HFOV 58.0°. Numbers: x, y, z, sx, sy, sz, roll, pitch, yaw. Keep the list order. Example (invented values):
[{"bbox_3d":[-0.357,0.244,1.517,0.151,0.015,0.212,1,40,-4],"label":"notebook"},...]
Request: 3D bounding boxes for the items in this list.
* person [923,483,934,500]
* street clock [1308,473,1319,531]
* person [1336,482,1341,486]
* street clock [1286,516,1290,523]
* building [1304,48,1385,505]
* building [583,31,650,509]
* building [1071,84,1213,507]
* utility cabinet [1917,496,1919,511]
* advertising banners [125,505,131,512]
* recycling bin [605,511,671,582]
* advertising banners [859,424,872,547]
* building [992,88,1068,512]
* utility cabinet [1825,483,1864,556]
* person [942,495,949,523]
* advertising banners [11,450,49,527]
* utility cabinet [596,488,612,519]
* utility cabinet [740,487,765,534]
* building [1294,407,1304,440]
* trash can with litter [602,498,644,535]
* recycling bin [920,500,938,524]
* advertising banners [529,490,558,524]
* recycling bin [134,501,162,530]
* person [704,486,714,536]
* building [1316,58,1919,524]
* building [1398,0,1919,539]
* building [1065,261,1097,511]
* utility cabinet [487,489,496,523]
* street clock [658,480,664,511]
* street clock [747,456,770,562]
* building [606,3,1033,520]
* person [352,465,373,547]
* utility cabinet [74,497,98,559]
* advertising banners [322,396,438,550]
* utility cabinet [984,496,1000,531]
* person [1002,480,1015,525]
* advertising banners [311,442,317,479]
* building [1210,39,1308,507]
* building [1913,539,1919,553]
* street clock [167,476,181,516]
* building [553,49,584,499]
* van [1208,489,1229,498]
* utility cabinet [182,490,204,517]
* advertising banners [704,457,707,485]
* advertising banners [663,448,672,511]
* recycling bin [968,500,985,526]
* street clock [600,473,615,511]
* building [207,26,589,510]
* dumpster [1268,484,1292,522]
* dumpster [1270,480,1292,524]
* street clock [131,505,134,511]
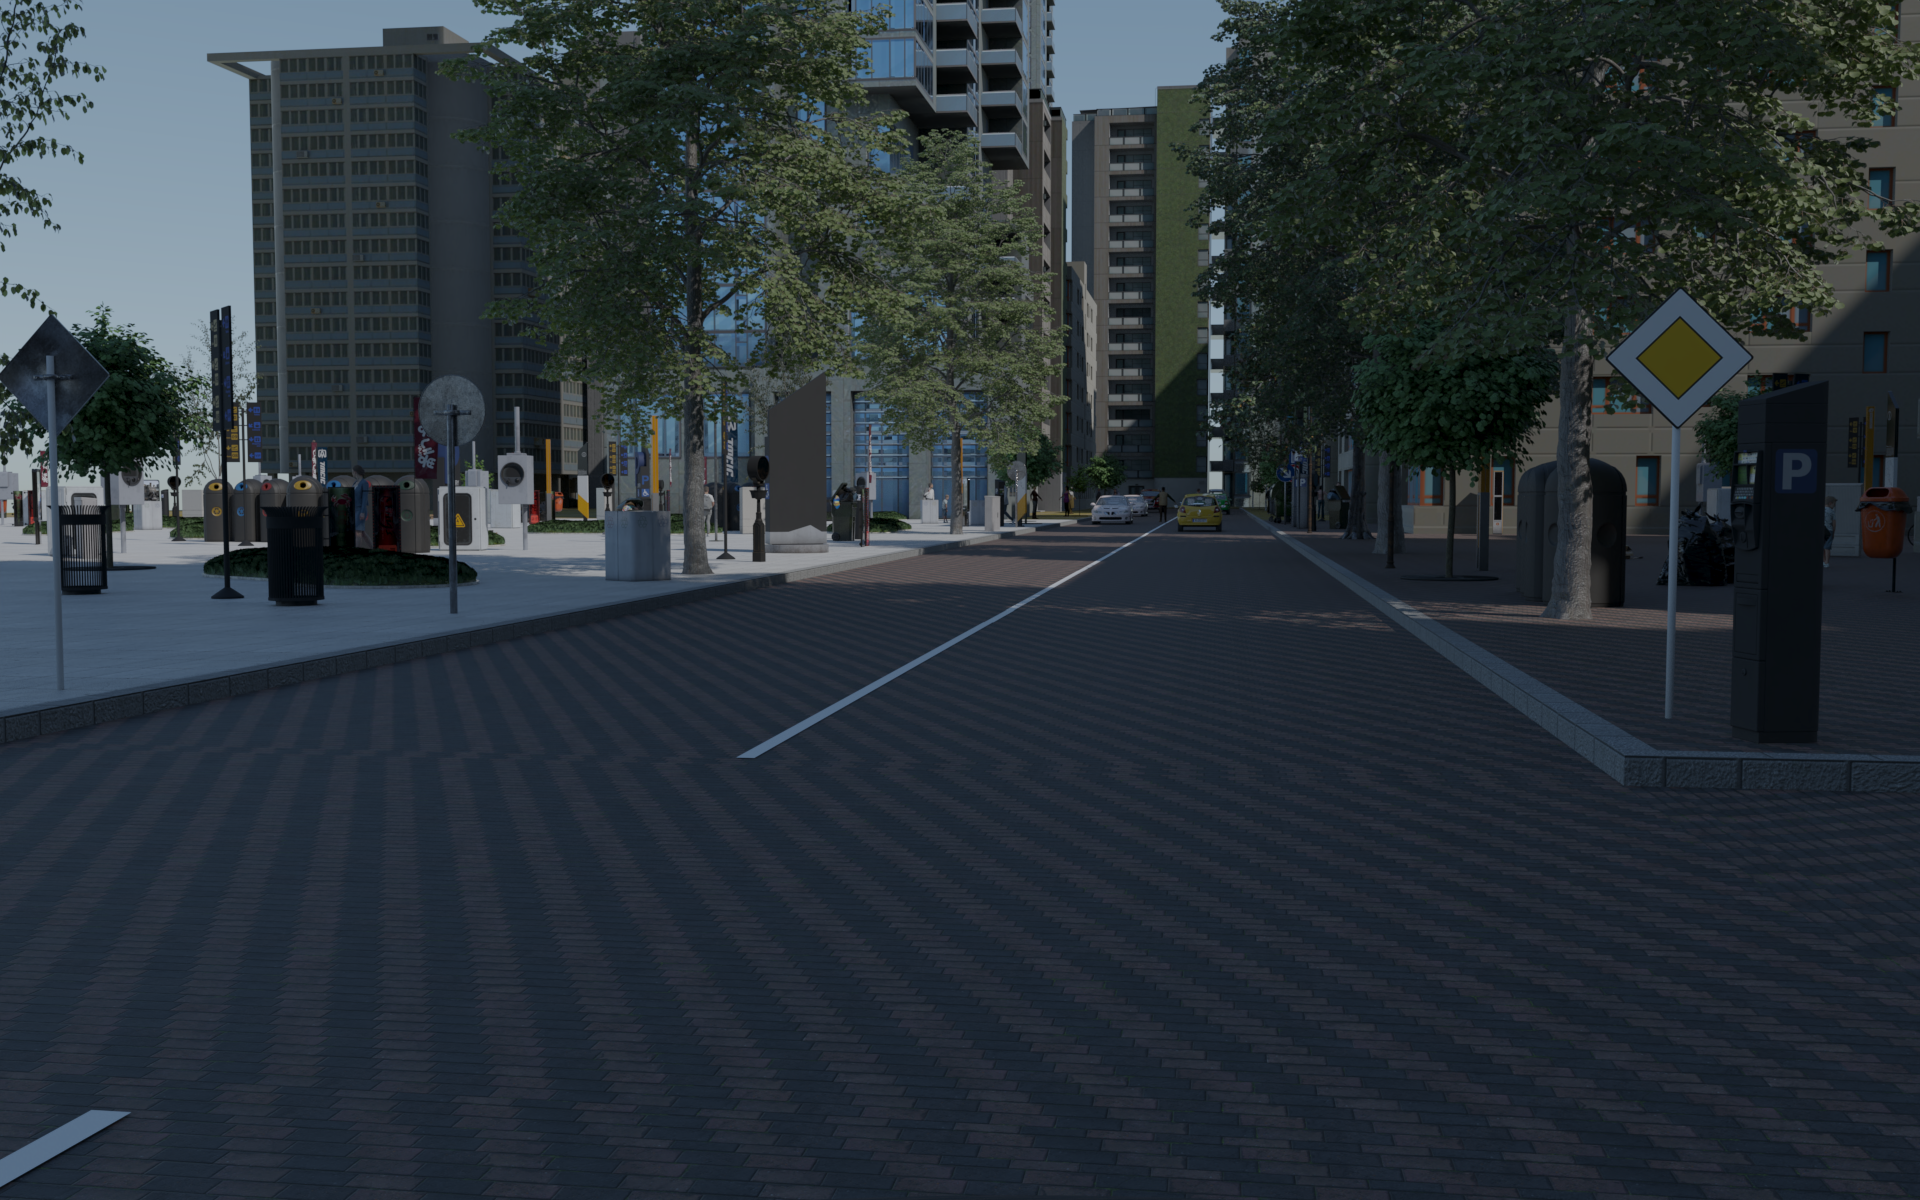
[{"bbox_3d":[-1.541,-4.822,84.989,0.679,1.850,0.850,-3,5,-44],"label":"person"},{"bbox_3d":[12.221,-3.385,59.922,0.358,2.002,0.471,3,4,35],"label":"street clock"},{"bbox_3d":[15.917,-4.066,72.723,0.606,1.804,0.583,0,4,-2],"label":"person"},{"bbox_3d":[14.743,-4.480,77.816,0.358,2.002,0.471,2,4,24],"label":"street clock"},{"bbox_3d":[30.843,-26.628,118.959,14.154,41.232,14.086,1,4,8],"label":"building"},{"bbox_3d":[-24.803,-28.929,156.589,14.086,41.232,14.154,1,4,8],"label":"building"},{"bbox_3d":[18.612,-30.212,177.561,14.086,41.232,14.154,1,4,8],"label":"building"},{"bbox_3d":[25.589,-2.085,45.256,1.020,1.237,0.306,0,4,3],"label":"utility cabinet"},{"bbox_3d":[-42.203,-5.560,87.100,0.090,3.025,2.074,0,4,-3],"label":"advertising banners"},{"bbox_3d":[-4.797,-0.809,25.788,0.722,1.027,0.722,3,5,42],"label":"recycling bin"},{"bbox_3d":[-2.301,-2.839,42.606,0.090,3.025,2.074,0,4,5],"label":"advertising banners"},{"bbox_3d":[0.114,-21.589,124.674,14.160,30.474,14.107,1,4,8],"label":"building"},{"bbox_3d":[17.836,-1.643,35.535,1.173,1.500,0.318,3,4,36],"label":"utility cabinet"},{"bbox_3d":[-0.645,-4.050,76.945,0.352,1.250,0.332,1,4,18],"label":"person"},{"bbox_3d":[-36.897,-4.443,68.826,0.090,3.025,2.074,1,4,14],"label":"advertising banners"},{"bbox_3d":[-12.986,-3.340,63.295,0.318,1.500,1.173,-2,4,-25],"label":"utility cabinet"},{"bbox_3d":[-6.467,-2.869,55.586,1.173,1.500,0.318,-2,4,-26],"label":"utility cabinet"},{"bbox_3d":[35.470,-22.959,147.084,14.160,30.474,14.107,1,4,8],"label":"building"},{"bbox_3d":[-10.209,-2.495,52.182,1.055,1.170,0.624,-3,5,-44],"label":"trash can with litter"},{"bbox_3d":[-1.328,-3.821,75.031,0.722,1.027,0.722,0,4,-6],"label":"recycling bin"},{"bbox_3d":[-18.089,-4.737,73.637,2.074,3.025,0.090,-3,5,-40],"label":"advertising banners"},{"bbox_3d":[-29.143,-3.033,62.149,0.722,1.027,0.722,3,5,41],"label":"recycling bin"},{"bbox_3d":[-7.686,-2.668,52.265,0.523,1.515,0.503,1,4,19],"label":"person"},{"bbox_3d":[34.833,-15.367,96.284,27.650,21.520,28.899,1,4,8],"label":"building"},{"bbox_3d":[30.426,-13.602,67.435,27.650,21.520,28.899,1,4,8],"label":"building"},{"bbox_3d":[-3.811,-18.486,147.280,28.899,21.520,27.650,1,4,8],"label":"building"},{"bbox_3d":[-20.212,-4.044,74.795,0.318,1.500,1.173,-2,4,-26],"label":"utility cabinet"},{"bbox_3d":[-15.327,-5.146,88.714,0.358,2.002,0.471,0,4,7],"label":"street clock"},{"bbox_3d":[-3.801,-1.720,32.698,0.358,2.002,0.471,2,4,24],"label":"street clock"},{"bbox_3d":[-6.383,-48.226,101.168,22.319,86.520,31.000,1,4,8],"label":"building"},{"bbox_3d":[-11.099,-1.597,32.171,0.654,1.822,0.581,-2,4,-26],"label":"person"},{"bbox_3d":[-17.464,-1.436,34.642,0.306,1.237,1.020,-2,4,-34],"label":"utility cabinet"},{"bbox_3d":[-10.264,-2.121,30.871,2.074,3.025,0.090,-1,4,-18],"label":"advertising banners"},{"bbox_3d":[1.132,-2.999,60.191,0.306,1.237,1.020,1,4,16],"label":"utility cabinet"},{"bbox_3d":[1.882,-3.968,70.772,0.795,1.843,0.661,0,4,5],"label":"person"},{"bbox_3d":[-21.681,-3.749,57.489,0.090,3.025,2.074,0,4,0],"label":"advertising banners"},{"bbox_3d":[41.416,-34.229,179.257,30.456,49.044,23.786,1,4,8],"label":"building"},{"bbox_3d":[33.263,-10.807,21.731,28.899,21.520,27.650,1,4,8],"label":"building"},{"bbox_3d":[-31.030,-3.906,68.435,0.471,2.002,0.358,-3,5,-45],"label":"street clock"},{"bbox_3d":[-29.868,-34.517,188.050,21.600,48.544,21.300,1,4,8],"label":"building"},{"bbox_3d":[21.135,-8.301,142.727,2.013,2.044,4.112,1,4,9],"label":"van"},{"bbox_3d":[-38.195,-4.752,86.375,1.173,1.500,0.318,1,4,17],"label":"utility cabinet"},{"bbox_3d":[-11.189,-5.132,80.090,2.074,3.025,0.090,0,4,5],"label":"advertising banners"},{"bbox_3d":[-11.091,-4.256,65.765,0.090,3.025,2.074,0,4,-1],"label":"advertising banners"},{"bbox_3d":[0.722,-3.554,70.665,0.722,1.027,0.722,-1,4,-10],"label":"recycling bin"},{"bbox_3d":[-12.316,-3.422,60.524,0.471,2.002,0.358,-1,4,-23],"label":"street clock"},{"bbox_3d":[-45.020,-28.027,150.121,23.993,40.220,32.217,1,4,8],"label":"building"},{"bbox_3d":[15.036,-4.589,80.793,1.264,1.857,1.865,1,4,8],"label":"dumpster"},{"bbox_3d":[14.380,-4.488,75.873,1.502,2.255,1.985,1,4,9],"label":"dumpster"},{"bbox_3d":[-43.439,-5.287,91.007,0.358,2.002,0.471,-3,5,-41],"label":"street clock"}]
